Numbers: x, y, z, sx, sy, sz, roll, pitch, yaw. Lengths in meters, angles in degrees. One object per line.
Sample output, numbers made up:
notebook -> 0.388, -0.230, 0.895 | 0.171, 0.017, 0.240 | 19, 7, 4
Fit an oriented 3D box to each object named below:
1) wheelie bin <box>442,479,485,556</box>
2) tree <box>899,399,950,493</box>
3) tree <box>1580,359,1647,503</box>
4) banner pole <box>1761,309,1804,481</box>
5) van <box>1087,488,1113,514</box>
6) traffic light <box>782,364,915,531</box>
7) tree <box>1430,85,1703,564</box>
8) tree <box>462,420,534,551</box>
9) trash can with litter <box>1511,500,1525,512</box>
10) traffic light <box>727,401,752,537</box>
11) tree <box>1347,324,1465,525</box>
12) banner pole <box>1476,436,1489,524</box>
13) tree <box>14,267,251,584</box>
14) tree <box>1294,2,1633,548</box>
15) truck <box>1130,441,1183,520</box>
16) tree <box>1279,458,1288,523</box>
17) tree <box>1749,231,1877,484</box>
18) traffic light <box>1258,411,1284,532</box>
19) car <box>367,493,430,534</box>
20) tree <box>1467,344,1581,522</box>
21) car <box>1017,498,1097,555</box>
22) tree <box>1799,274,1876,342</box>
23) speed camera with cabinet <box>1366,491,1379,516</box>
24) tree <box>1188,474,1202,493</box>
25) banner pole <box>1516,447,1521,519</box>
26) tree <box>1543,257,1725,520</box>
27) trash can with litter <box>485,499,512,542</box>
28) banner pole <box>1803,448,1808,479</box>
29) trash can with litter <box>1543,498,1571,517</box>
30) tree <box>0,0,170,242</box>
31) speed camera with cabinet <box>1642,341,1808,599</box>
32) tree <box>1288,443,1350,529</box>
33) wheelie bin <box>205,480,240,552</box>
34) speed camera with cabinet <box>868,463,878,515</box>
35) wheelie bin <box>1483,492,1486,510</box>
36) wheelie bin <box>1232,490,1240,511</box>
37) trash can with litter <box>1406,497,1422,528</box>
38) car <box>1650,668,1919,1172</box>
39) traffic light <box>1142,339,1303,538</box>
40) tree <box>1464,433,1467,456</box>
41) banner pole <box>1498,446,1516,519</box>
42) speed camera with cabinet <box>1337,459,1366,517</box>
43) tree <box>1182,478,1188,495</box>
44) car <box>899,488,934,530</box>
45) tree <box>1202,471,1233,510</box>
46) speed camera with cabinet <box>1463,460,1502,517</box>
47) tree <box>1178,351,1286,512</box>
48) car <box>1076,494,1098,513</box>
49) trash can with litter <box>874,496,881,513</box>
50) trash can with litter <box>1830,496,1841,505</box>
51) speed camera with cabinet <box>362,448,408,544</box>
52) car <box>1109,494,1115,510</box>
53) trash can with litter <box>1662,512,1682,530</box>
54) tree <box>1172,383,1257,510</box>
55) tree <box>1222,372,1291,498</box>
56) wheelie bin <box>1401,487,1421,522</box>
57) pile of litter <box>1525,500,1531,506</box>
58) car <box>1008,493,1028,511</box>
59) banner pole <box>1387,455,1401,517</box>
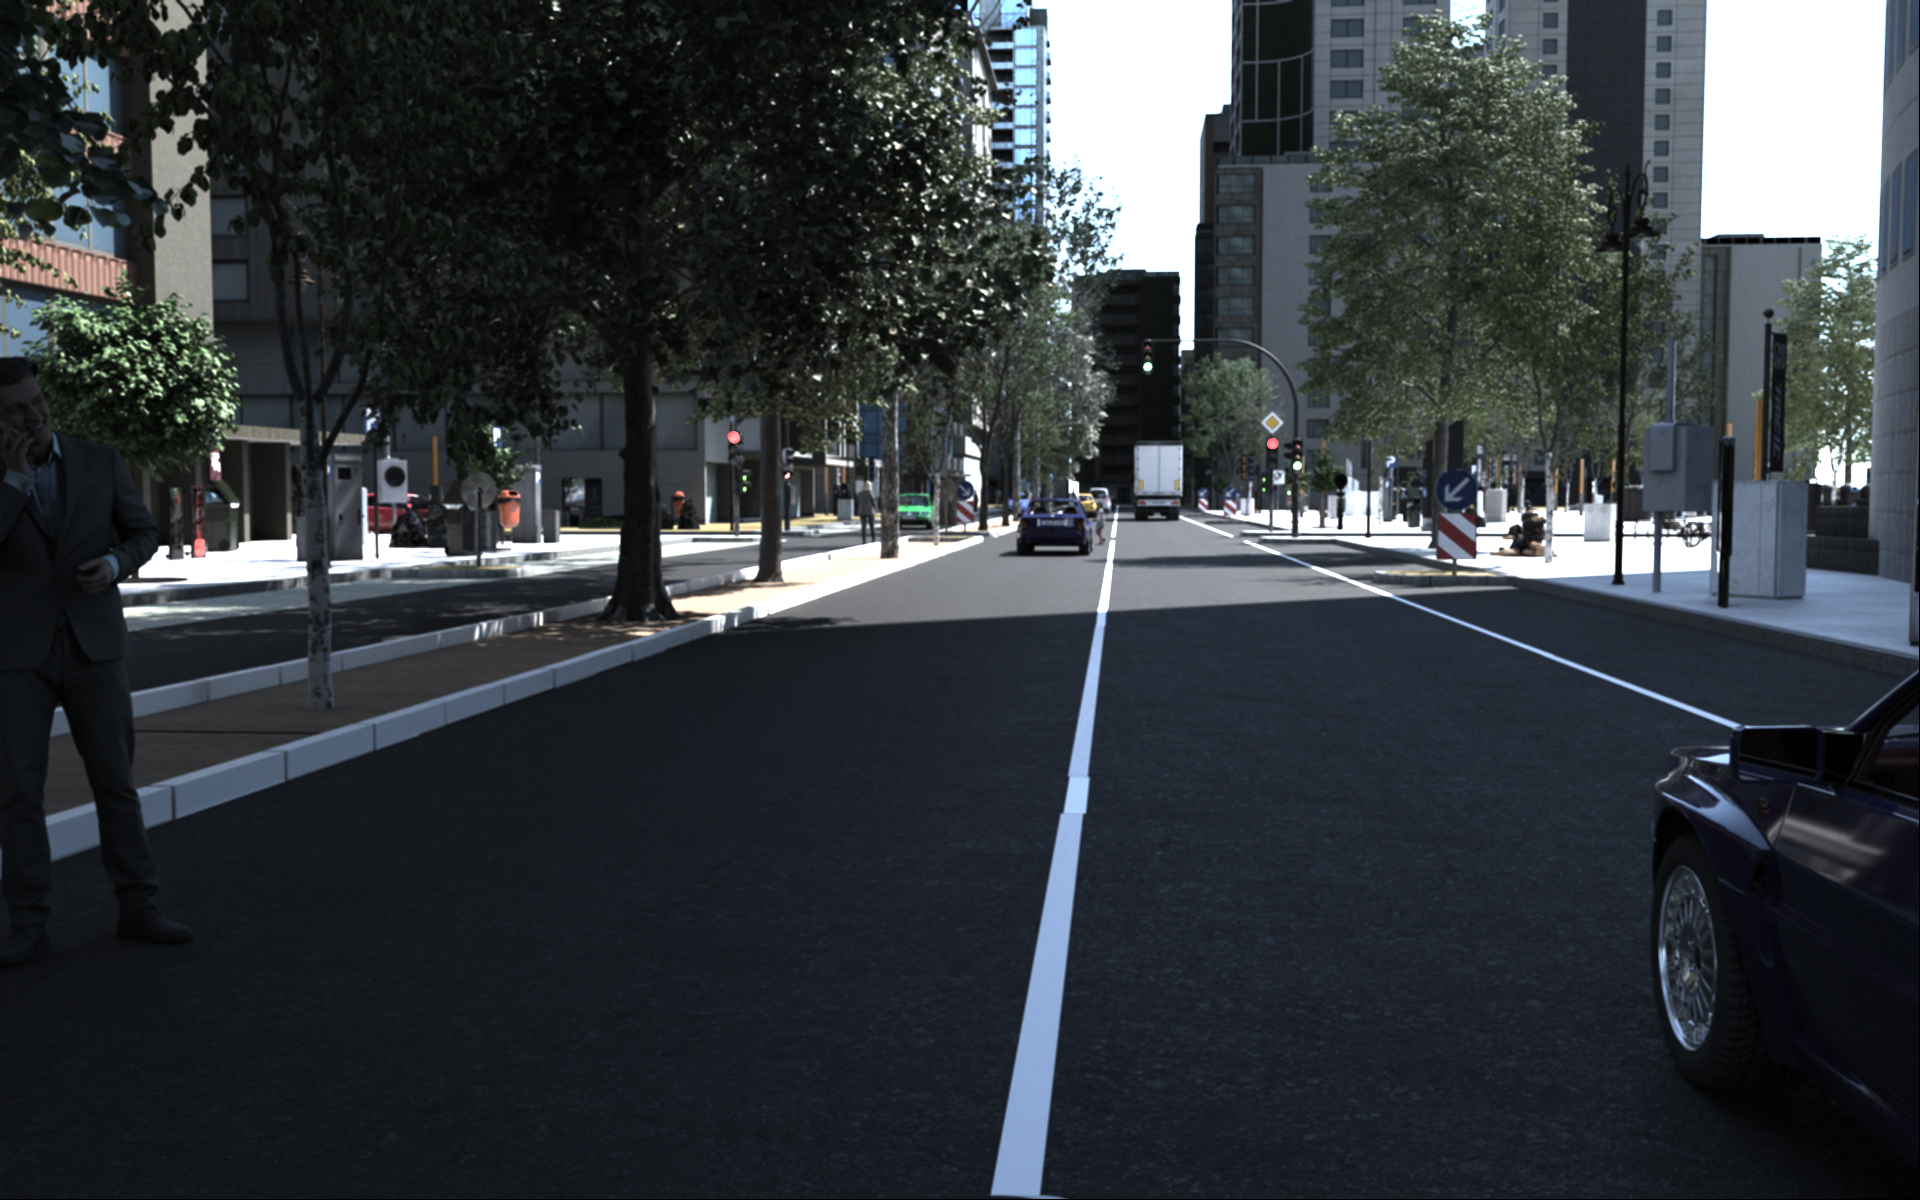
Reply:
wheelie bin -> -10.260, -1.709, 35.852 | 0.980, 1.594, 0.693 | 2, 4, 33
tree -> -2.797, -10.860, 127.931 | 4.737, 8.622, 4.395 | 0, 3, 0
tree -> 33.097, -8.521, 89.676 | 4.360, 8.622, 3.978 | 0, 3, 0
banner pole -> 11.088, -2.057, 23.650 | 0.863, 3.779, 0.401 | -3, 5, -43
van -> 10.230, -7.356, 127.280 | 2.013, 2.044, 4.112 | 0, 4, 7
traffic light -> -3.906, -5.223, 60.058 | 4.771, 5.953, 1.251 | 0, 4, 5
tree -> 10.906, -4.965, 31.535 | 4.737, 8.622, 4.395 | 0, 3, 0
tree -> -10.698, -2.724, 39.141 | 1.663, 3.219, 1.824 | 0, 3, 0
trash can with litter -> 40.439, -6.993, 125.727 | 1.055, 1.170, 0.624 | 2, 4, 26
traffic light -> -6.729, -3.874, 52.263 | 0.839, 4.253, 0.868 | 0, 4, 5
tree -> 17.473, -7.377, 70.983 | 4.360, 8.622, 3.978 | 0, 3, 0
banner pole -> 22.507, -5.181, 74.734 | 0.863, 3.779, 0.401 | -3, 4, -37
tree -> -12.163, -2.548, 25.376 | 4.285, 4.588, 4.351 | 0, 3, 0
tree -> 11.761, -7.493, 40.631 | 7.486, 12.596, 7.792 | 0, 3, 0
truck -> 11.026, -6.628, 97.278 | 2.839, 4.237, 11.283 | 0, 4, 5
tree -> 15.189, -5.114, 78.212 | 1.663, 3.219, 1.824 | 0, 3, 0
tree -> 38.670, -9.625, 75.503 | 7.486, 12.596, 7.792 | 0, 3, 0
traffic light -> 10.546, -4.269, 58.713 | 0.839, 4.253, 0.868 | 0, 4, 5
car -> -18.183, -2.921, 56.799 | 4.494, 1.783, 2.155 | 0, 4, 6
tree -> 26.035, -7.923, 79.906 | 4.360, 8.622, 3.978 | 0, 3, 0
car -> 2.332, -1.797, 41.953 | 1.945, 1.354, 3.894 | 0, 4, 6
tree -> 29.745, -6.642, 58.951 | 4.737, 8.622, 4.395 | 0, 3, 0
speed camera with cabinet -> 24.015, -6.675, 103.476 | 2.038, 3.252, 0.660 | 1, 4, 21
tree -> 23.113, -10.507, 166.387 | 1.663, 3.219, 1.824 | 0, 3, 0
banner pole -> 29.129, -6.156, 90.665 | 0.401, 3.779, 0.863 | -1, 4, -21
tree -> 26.519, -8.195, 68.395 | 7.601, 10.594, 8.767 | 2, 4, 31
trash can with litter -> -12.368, -2.154, 46.606 | 0.624, 1.170, 1.055 | 2, 4, 28
banner pole -> 45.430, -6.311, 93.202 | 0.401, 3.779, 0.863 | 0, 4, 5
trash can with litter -> 33.807, -5.359, 98.672 | 1.678, 1.210, 2.233 | 1, 4, 12
tree -> -4.859, -5.773, 3.495 | 9.857, 13.997, 8.962 | 0, 3, 0
speed camera with cabinet -> 9.678, -1.688, 21.942 | 0.660, 3.252, 2.038 | -2, 4, -28
tree -> 13.502, -4.279, 64.564 | 1.663, 3.219, 1.824 | 0, 3, 0
wheelie bin -> -16.536, -1.882, 38.685 | 0.693, 1.594, 0.980 | 0, 4, -4
speed camera with cabinet -> -5.778, -7.018, 109.076 | 0.660, 3.252, 2.038 | -2, 4, -25
wheelie bin -> 35.663, -6.673, 117.006 | 0.693, 1.594, 0.980 | 0, 4, 3
wheelie bin -> 20.811, -7.551, 131.359 | 0.980, 1.594, 0.693 | 3, 5, 40
trash can with litter -> 17.234, -3.344, 66.065 | 0.624, 1.170, 1.055 | 0, 4, 2
car -> 2.490, 0.589, 2.946 | 1.945, 1.354, 3.894 | 0, 4, 6
traffic light -> 7.723, -4.657, 50.812 | 4.771, 5.953, 1.251 | 0, 4, 5
tree -> 24.899, -8.674, 92.188 | 4.360, 8.622, 3.978 | 0, 3, 0
banner pole -> 28.005, -6.073, 89.308 | 0.863, 3.779, 0.401 | 3, 4, 38
speed camera with cabinet -> 22.121, -6.359, 98.303 | 0.660, 3.252, 2.038 | 3, 5, 40
tree -> 25.821, -12.649, 201.418 | 1.663, 3.219, 1.824 | 0, 3, 0
car -> -1.886, -3.798, 70.892 | 1.959, 1.807, 4.718 | 0, 4, 3
tree -> 21.452, -9.062, 142.757 | 1.663, 3.219, 1.824 | 0, 3, 0
speed camera with cabinet -> 29.460, -6.316, 97.605 | 2.038, 3.252, 0.660 | 2, 4, 26
tree -> 19.577, -12.176, 124.839 | 9.928, 11.665, 9.643 | 0, 3, 0
car -> 8.326, -6.522, 116.858 | 2.015, 1.641, 3.980 | 0, 4, 5
trash can with litter -> -4.964, -6.363, 115.088 | 2.233, 1.210, 1.678 | 2, 4, 33
trash can with litter -> 31.873, -3.169, 62.871 | 1.678, 1.210, 2.233 | 0, 4, -5
speed camera with cabinet -> -15.211, -3.053, 44.250 | 2.038, 3.252, 0.660 | -3, 5, -40
car -> 13.321, -9.106, 160.675 | 2.131, 1.459, 4.920 | 0, 4, 6
trash can with litter -> 25.619, -3.107, 62.189 | 0.624, 1.170, 1.055 | 0, 4, -6
tree -> 20.082, -12.363, 136.541 | 7.601, 10.594, 8.767 | 0, 4, -5
tree -> 17.826, -9.488, 105.494 | 4.360, 8.622, 3.978 | 0, 3, 0
wheelie bin -> 20.581, -4.362, 79.229 | 0.980, 1.594, 0.693 | -2, 4, -27
pile of litter -> 43.093, -7.135, 130.623 | 1.176, 0.858, 1.719 | 1, 4, 11
car -> 4.887, -8.261, 144.654 | 1.945, 1.707, 3.694 | 0, 4, 4
banner pole -> 24.693, -6.646, 98.680 | 0.863, 3.779, 0.401 | 0, 4, -1
